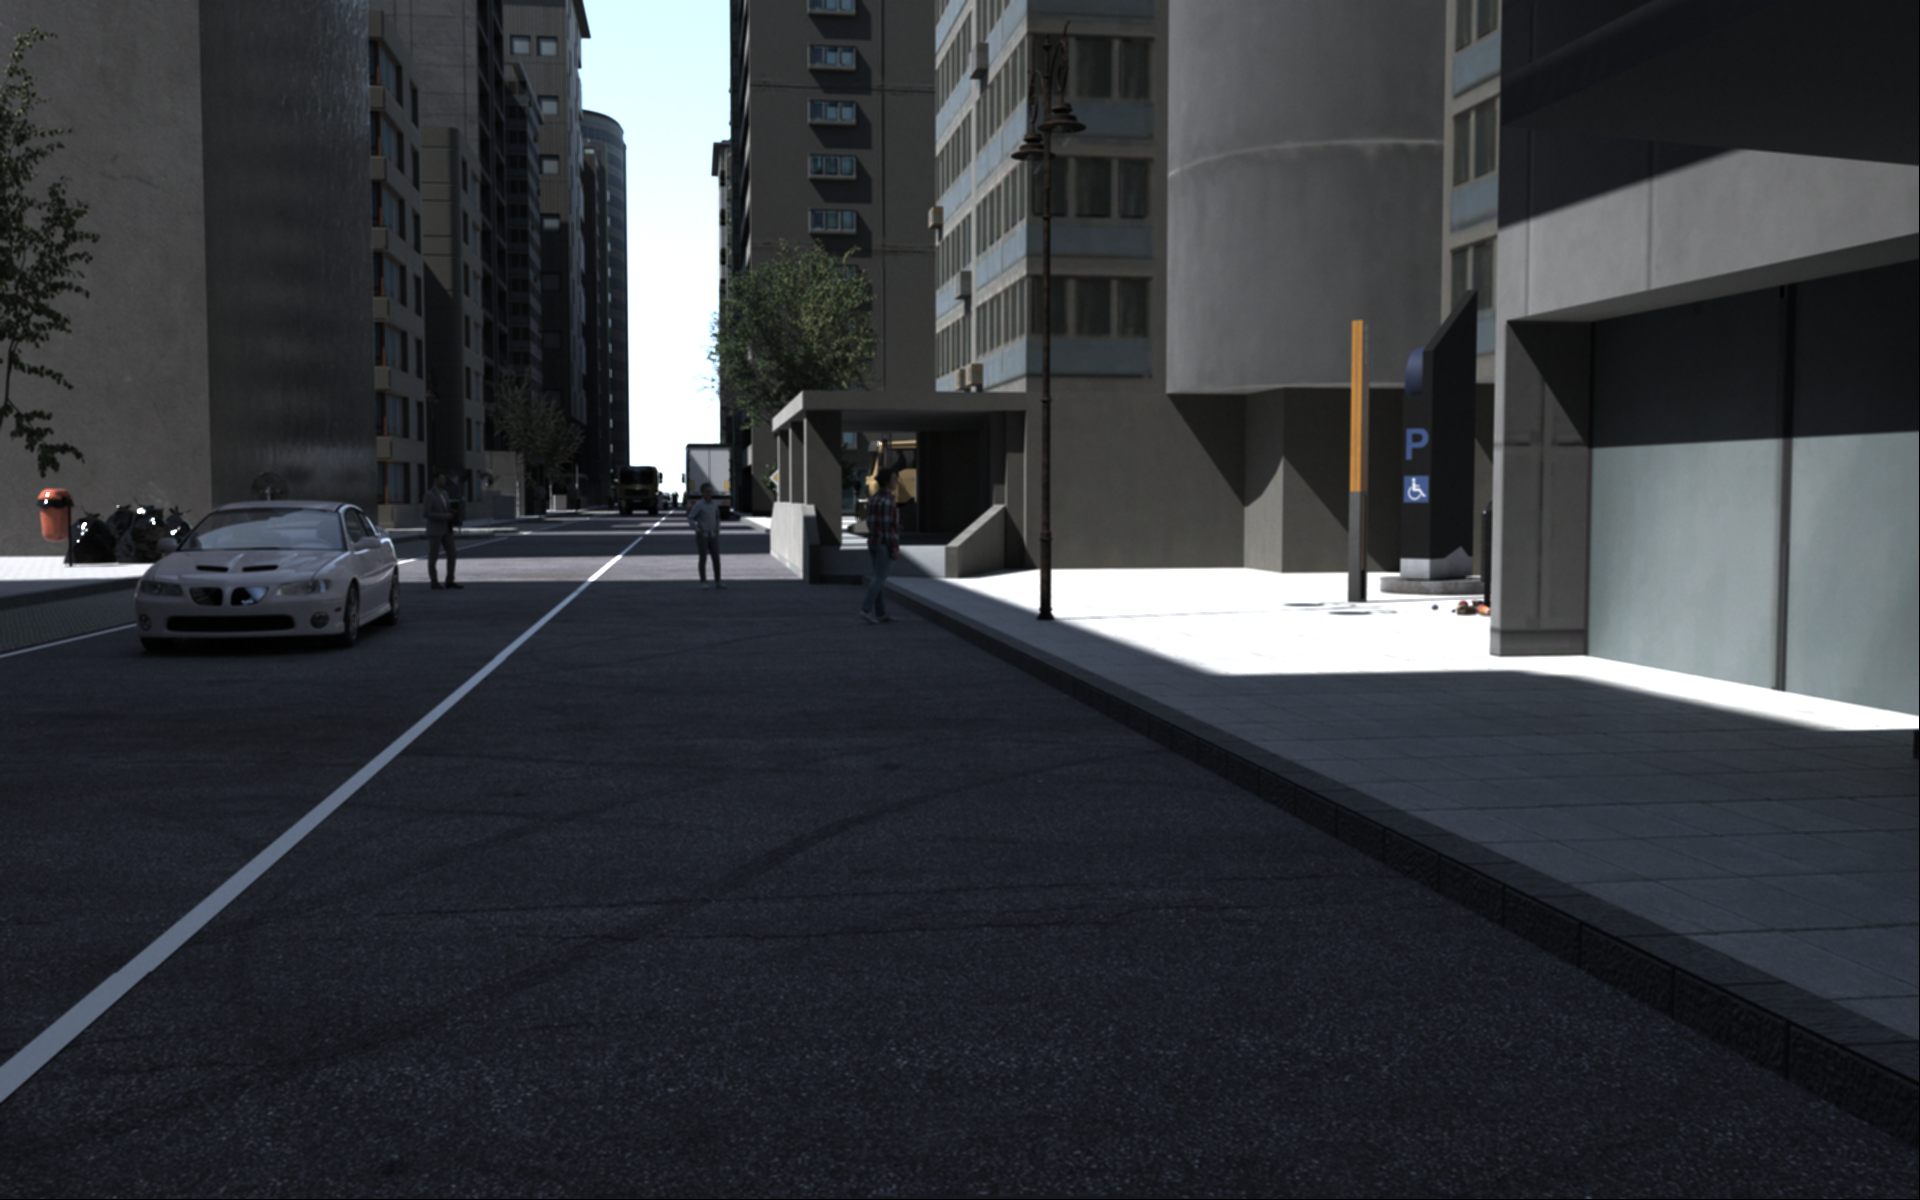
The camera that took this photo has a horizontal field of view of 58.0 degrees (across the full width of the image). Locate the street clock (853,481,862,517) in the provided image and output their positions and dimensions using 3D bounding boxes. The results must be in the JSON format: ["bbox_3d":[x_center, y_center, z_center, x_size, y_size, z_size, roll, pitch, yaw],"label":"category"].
[{"bbox_3d":[-5.634,-5.522,94.858,0.471,2.002,0.358,-3,5,-43],"label":"street clock"}]

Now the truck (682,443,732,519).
[{"bbox_3d":[-14.774,-6.866,101.174,2.839,4.237,11.283,-1,4,-10],"label":"truck"}]

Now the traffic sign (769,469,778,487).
[{"bbox_3d":[-6.763,-3.747,64.901,0.795,2.450,0.064,-1,4,-9],"label":"traffic sign"}]

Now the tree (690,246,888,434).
[{"bbox_3d":[-8.475,-10.744,86.040,12.009,13.543,11.850,0,3,0],"label":"tree"}]

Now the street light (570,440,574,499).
[{"bbox_3d":[-31.048,-10.155,138.819,0.468,5.910,1.993,-1,4,-9],"label":"street light"}]

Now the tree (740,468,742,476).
[{"bbox_3d":[-14.041,-8.515,122.927,4.285,4.588,4.351,0,3,0],"label":"tree"}]

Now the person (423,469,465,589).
[{"bbox_3d":[-7.774,-1.065,26.119,0.583,1.804,0.606,1,4,14],"label":"person"}]

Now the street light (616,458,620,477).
[{"bbox_3d":[-43.764,-15.212,221.506,0.468,5.910,1.993,-1,4,-9],"label":"street light"}]

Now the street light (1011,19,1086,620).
[{"bbox_3d":[0.875,-2.736,17.527,0.468,5.910,1.993,-1,4,-9],"label":"street light"}]

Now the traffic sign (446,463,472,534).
[{"bbox_3d":[-16.016,-3.167,55.417,0.795,2.450,0.064,-1,4,-9],"label":"traffic sign"}]

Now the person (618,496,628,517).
[{"bbox_3d":[-20.715,-5.734,106.491,0.590,1.304,0.306,0,4,1],"label":"person"}]

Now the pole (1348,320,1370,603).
[{"bbox_3d":[4.711,-1.627,20.438,0.158,3.312,0.155,0,3,0],"label":"pole"}]

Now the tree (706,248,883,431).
[{"bbox_3d":[-6.897,-8.969,72.394,9.928,11.665,9.643,0,3,0],"label":"tree"}]

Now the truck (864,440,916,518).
[{"bbox_3d":[0.638,-4.074,62.527,9.791,3.379,3.469,0,4,-7],"label":"truck"}]

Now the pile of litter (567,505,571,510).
[{"bbox_3d":[-31.468,-7.533,137.127,1.719,0.858,1.176,-1,4,-16],"label":"pile of litter"}]

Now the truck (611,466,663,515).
[{"bbox_3d":[-22.332,-7.610,120.352,3.469,3.379,9.791,-1,4,-9],"label":"truck"}]

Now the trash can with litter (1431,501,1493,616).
[{"bbox_3d":[6.013,-0.478,18.866,1.678,1.210,2.233,2,4,30],"label":"trash can with litter"}]

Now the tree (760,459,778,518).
[{"bbox_3d":[-9.990,-6.119,94.653,1.663,3.219,1.824,0,3,0],"label":"tree"}]

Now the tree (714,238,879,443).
[{"bbox_3d":[-4.088,-6.035,49.040,4.737,8.622,4.395,0,3,0],"label":"tree"}]

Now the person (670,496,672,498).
[{"bbox_3d":[-46.389,-16.415,280.137,1.065,1.426,0.557,-1,4,-12],"label":"person"}]

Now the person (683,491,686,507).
[{"bbox_3d":[-30.401,-11.181,191.830,0.721,1.766,1.217,0,4,2],"label":"person"}]

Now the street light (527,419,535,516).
[{"bbox_3d":[-25.540,-7.985,103.347,0.468,5.910,1.993,-1,4,-9],"label":"street light"}]

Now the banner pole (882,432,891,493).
[{"bbox_3d":[-2.300,-3.963,54.815,0.401,3.779,0.863,1,4,22],"label":"banner pole"}]

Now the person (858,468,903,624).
[{"bbox_3d":[-0.893,-0.610,19.307,0.643,1.720,0.563,-2,4,-24],"label":"person"}]

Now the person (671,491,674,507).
[{"bbox_3d":[-32.168,-11.371,194.950,0.750,1.759,0.617,2,4,32],"label":"person"}]

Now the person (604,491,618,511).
[{"bbox_3d":[-30.096,-8.572,149.383,1.217,1.736,0.721,0,4,-6],"label":"person"}]

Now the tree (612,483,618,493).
[{"bbox_3d":[-43.071,-13.366,213.136,1.663,3.219,1.824,0,3,0],"label":"tree"}]

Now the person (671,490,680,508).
[{"bbox_3d":[-29.621,-10.532,180.682,1.348,1.826,0.705,3,5,41],"label":"person"}]

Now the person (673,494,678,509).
[{"bbox_3d":[-28.126,-9.745,171.052,0.599,1.433,0.991,-3,4,-36],"label":"person"}]

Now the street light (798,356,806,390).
[{"bbox_3d":[-5.040,-5.130,56.663,0.468,5.910,1.993,-1,4,-9],"label":"street light"}]

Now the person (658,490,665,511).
[{"bbox_3d":[-25.800,-8.565,149.209,0.621,1.740,0.551,1,4,22],"label":"person"}]

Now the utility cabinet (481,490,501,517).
[{"bbox_3d":[-25.393,-5.198,93.660,0.318,1.500,1.173,3,4,38],"label":"utility cabinet"}]

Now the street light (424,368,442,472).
[{"bbox_3d":[-19.307,-5.554,63.595,0.468,5.910,1.993,-1,4,-9],"label":"street light"}]

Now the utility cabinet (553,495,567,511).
[{"bbox_3d":[-30.798,-7.473,133.340,1.020,1.237,0.306,-3,5,-43],"label":"utility cabinet"}]

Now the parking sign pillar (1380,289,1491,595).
[{"bbox_3d":[6.230,-2.083,22.526,1.447,3.967,1.447,3,5,40],"label":"parking sign pillar"}]

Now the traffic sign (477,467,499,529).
[{"bbox_3d":[-17.236,-3.649,63.309,0.795,2.450,0.064,-1,4,-9],"label":"traffic sign"}]

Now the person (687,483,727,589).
[{"bbox_3d":[-3.824,-0.971,26.189,0.589,1.601,0.330,-2,4,-31],"label":"person"}]

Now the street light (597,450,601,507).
[{"bbox_3d":[-37.096,-12.569,178.291,0.468,5.910,1.993,-1,4,-9],"label":"street light"}]

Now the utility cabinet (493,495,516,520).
[{"bbox_3d":[-22.765,-4.608,86.503,1.020,1.237,0.306,-1,4,-16],"label":"utility cabinet"}]
